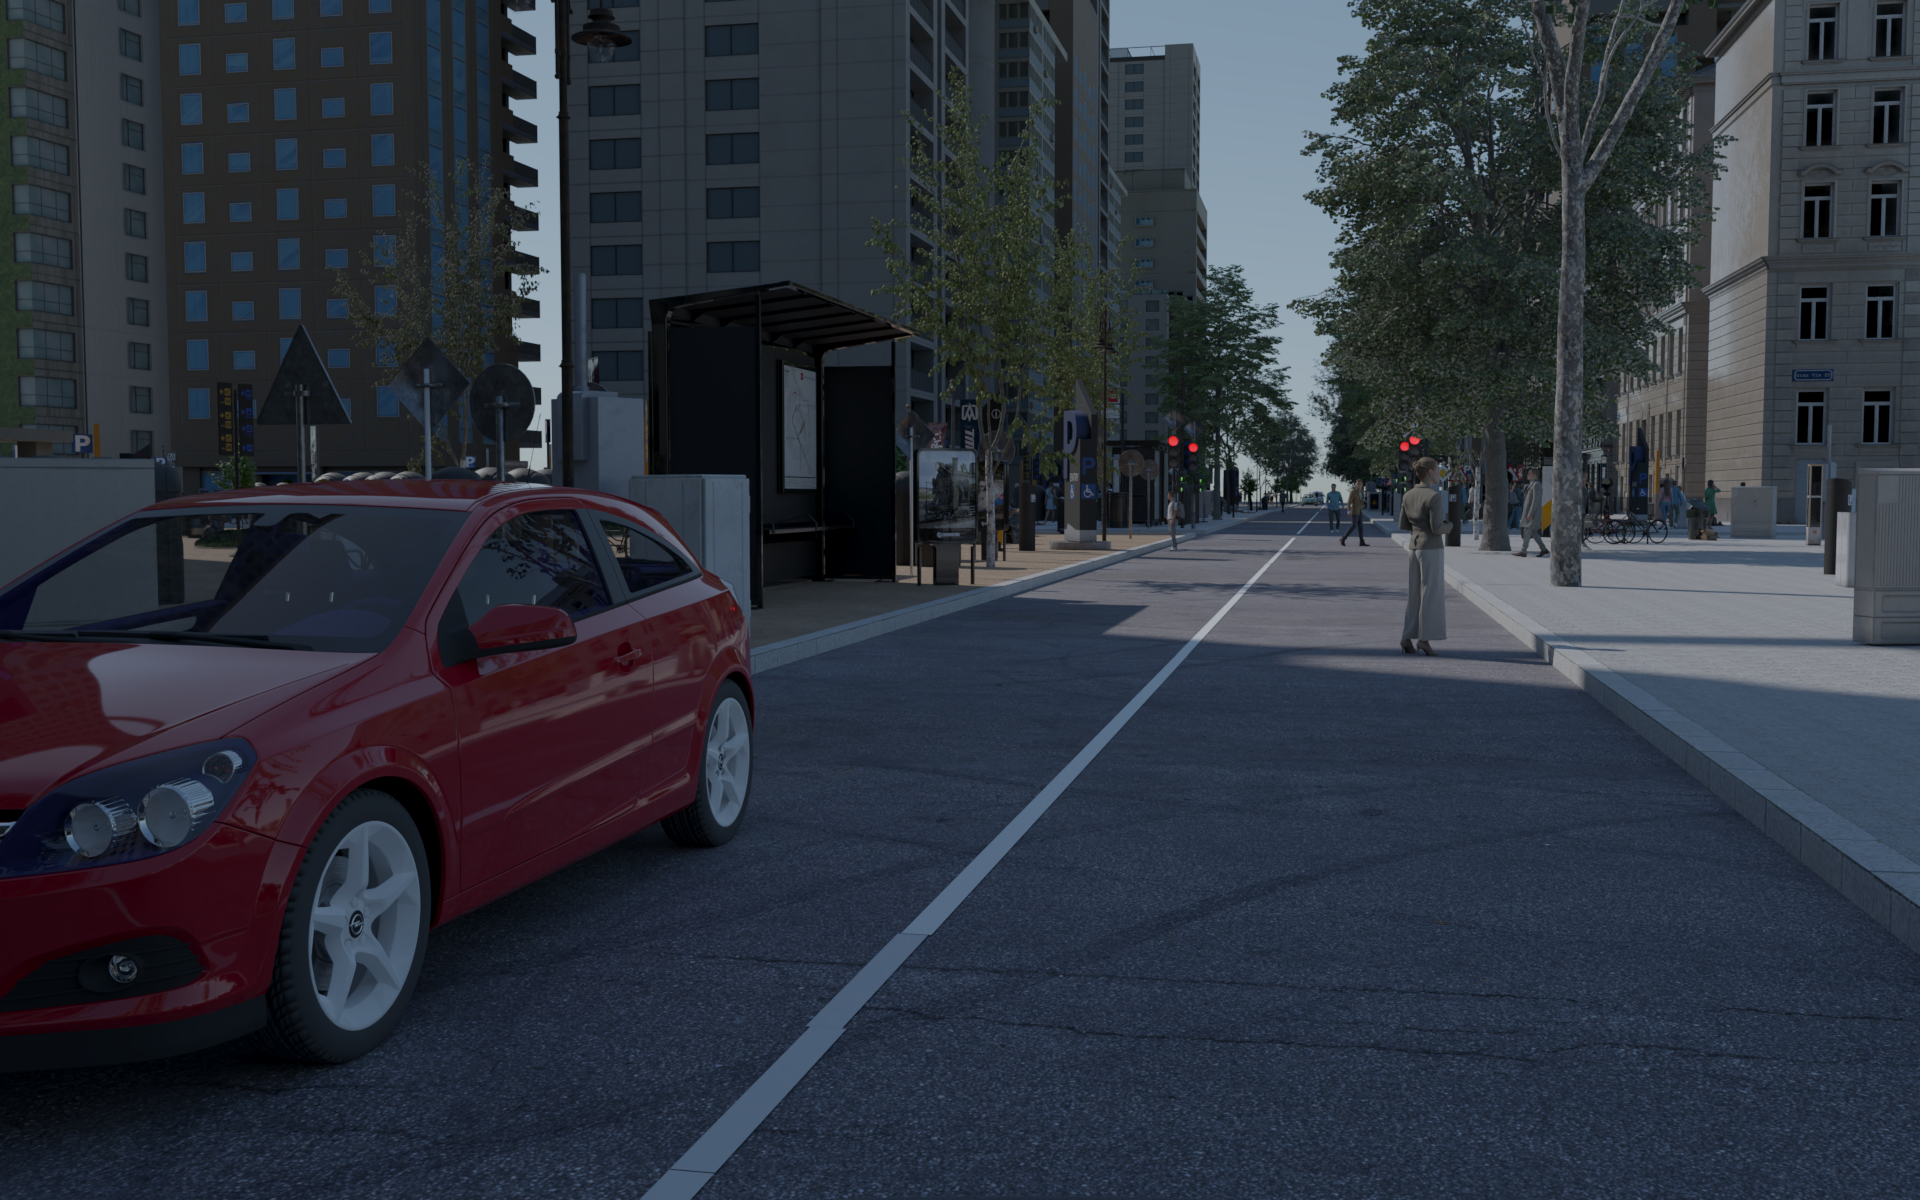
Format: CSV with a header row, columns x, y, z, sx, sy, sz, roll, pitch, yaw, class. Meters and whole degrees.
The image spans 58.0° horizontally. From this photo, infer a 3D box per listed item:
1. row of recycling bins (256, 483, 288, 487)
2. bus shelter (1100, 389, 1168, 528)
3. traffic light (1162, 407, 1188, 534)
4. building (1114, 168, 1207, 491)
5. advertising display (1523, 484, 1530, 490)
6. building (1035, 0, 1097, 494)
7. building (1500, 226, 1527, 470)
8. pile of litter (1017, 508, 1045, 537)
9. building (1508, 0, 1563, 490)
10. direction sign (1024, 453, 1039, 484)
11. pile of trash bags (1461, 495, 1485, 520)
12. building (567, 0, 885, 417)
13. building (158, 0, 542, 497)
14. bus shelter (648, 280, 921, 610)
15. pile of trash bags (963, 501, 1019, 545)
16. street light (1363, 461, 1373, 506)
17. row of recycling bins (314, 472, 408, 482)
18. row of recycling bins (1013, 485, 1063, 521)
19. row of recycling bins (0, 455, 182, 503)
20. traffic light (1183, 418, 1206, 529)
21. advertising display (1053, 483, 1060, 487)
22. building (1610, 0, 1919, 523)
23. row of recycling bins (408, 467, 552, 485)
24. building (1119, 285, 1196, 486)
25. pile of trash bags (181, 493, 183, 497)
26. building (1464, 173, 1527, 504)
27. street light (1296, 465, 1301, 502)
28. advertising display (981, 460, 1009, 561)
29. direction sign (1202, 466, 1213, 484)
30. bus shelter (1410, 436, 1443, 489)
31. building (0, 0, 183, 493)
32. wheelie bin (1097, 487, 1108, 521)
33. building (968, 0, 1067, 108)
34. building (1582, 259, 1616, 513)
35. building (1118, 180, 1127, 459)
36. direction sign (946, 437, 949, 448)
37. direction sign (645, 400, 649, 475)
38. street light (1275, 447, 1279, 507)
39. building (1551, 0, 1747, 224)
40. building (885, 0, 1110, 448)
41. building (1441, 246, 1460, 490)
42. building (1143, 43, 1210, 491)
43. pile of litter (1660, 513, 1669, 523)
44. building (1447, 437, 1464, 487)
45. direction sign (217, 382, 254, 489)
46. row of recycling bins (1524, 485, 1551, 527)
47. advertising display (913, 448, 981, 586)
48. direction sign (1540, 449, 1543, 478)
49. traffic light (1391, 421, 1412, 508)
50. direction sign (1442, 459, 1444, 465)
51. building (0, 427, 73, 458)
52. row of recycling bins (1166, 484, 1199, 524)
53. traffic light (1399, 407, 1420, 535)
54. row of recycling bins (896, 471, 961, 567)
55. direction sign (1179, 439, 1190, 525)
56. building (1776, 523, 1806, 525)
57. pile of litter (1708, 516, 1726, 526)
x,y,z,sx,sy,sz,roll,pitch,yaw,class
-24.224,-3.412,62.897,3.534,1.692,1.069,1,4,13,row of recycling bins
6.986,-5.564,68.595,2.179,5.291,8.768,1,4,12,bus shelter
6.920,-4.096,55.885,0.839,4.253,0.868,1,4,12,traffic light
25.740,-39.033,261.888,21.300,48.544,21.600,1,4,12,building
35.048,-6.182,106.289,0.974,1.923,0.123,1,4,11,advertising display
3.840,-30.475,148.379,14.600,45.320,14.200,1,4,12,building
64.270,-25.222,184.082,14.160,30.474,14.107,1,4,12,building
1.707,-2.354,52.455,1.719,0.858,1.176,2,4,31,pile of litter
63.632,-44.425,164.594,20.563,71.187,20.611,1,4,12,building
3.917,-6.313,95.212,0.876,3.537,0.379,-1,4,-14,direction sign
26.009,-4.753,87.458,1.912,1.369,3.447,1,4,12,pile of trash bags
-8.296,-40.247,96.291,20.563,71.187,20.611,1,4,12,building
-32.671,-27.162,94.209,14.200,45.320,14.600,1,4,12,building
-2.058,-1.895,22.275,1.731,3.624,6.357,1,4,12,bus shelter
0.297,-2.188,45.525,1.912,1.369,3.447,-2,4,-27,pile of trash bags
35.650,-10.889,150.827,0.468,5.910,1.993,1,4,12,street light
-11.110,-1.568,32.753,3.534,1.692,1.069,3,5,41,row of recycling bins
4.132,-4.604,82.395,3.534,1.692,1.069,2,4,26,row of recycling bins
-9.664,-0.723,18.936,1.069,1.692,3.534,0,4,7,row of recycling bins
8.612,-4.573,63.690,0.839,4.253,0.868,1,4,12,traffic light
5.363,-5.639,97.413,0.123,1.923,0.974,2,4,25,advertising display
45.518,-18.489,99.560,12.463,27.353,25.104,1,4,12,building
-7.176,-1.241,27.402,1.069,1.692,3.534,1,4,17,row of recycling bins
25.577,-28.887,244.008,14.160,30.474,14.107,1,4,12,building
-54.551,-7.071,125.364,1.912,1.369,3.447,0,4,1,pile of trash bags
77.048,-35.920,237.410,14.600,45.320,14.200,1,4,12,building
48.639,-16.985,250.492,0.468,5.910,1.993,1,4,12,street light
0.567,-1.723,33.392,0.123,1.923,0.974,-3,5,-42,advertising display
18.928,-8.607,132.727,0.876,3.537,0.379,0,4,6,direction sign
28.652,-7.944,107.512,2.179,5.291,8.768,1,4,12,bus shelter
-54.249,-25.425,99.301,14.086,41.232,14.154,1,4,12,building
6.828,-4.524,81.883,0.693,1.594,0.980,2,4,26,wheelie bin
-6.112,-26.656,127.710,32.217,40.220,23.993,1,4,12,building
48.819,-15.727,121.765,10.561,19.102,19.286,1,4,12,building
4.531,-30.414,189.151,32.217,40.220,23.993,1,4,12,building
-0.711,-4.703,68.897,0.379,3.537,0.876,3,4,38,direction sign
-7.499,-3.046,41.804,0.379,3.537,0.876,-1,4,-19,direction sign
30.859,-11.973,168.548,0.468,5.910,1.993,1,4,12,street light
58.231,-30.440,147.804,14.600,45.320,14.200,1,4,12,building
5.665,-44.448,164.970,20.563,71.187,20.611,1,4,12,building
85.189,-36.468,279.839,14.154,41.232,14.086,1,4,12,building
30.431,-51.589,281.737,20.563,71.187,20.611,1,4,12,building
32.191,-3.876,77.342,1.719,0.858,1.176,2,4,26,pile of litter
87.843,-25.253,257.919,27.650,21.520,28.899,1,4,12,building
-14.789,-2.656,35.430,0.379,3.537,0.876,2,4,24,direction sign
23.495,-3.823,69.626,1.069,1.692,3.534,3,4,36,row of recycling bins
-0.198,-1.169,24.320,0.974,1.923,0.123,-2,4,-28,advertising display
29.422,-5.780,86.504,0.876,3.537,0.379,1,4,22,direction sign
15.908,-4.478,62.130,0.839,4.253,0.868,1,4,12,traffic light
30.962,-7.285,111.103,0.379,3.537,0.876,1,4,12,direction sign
-32.983,-20.780,31.639,23.993,40.220,32.217,1,4,12,building
9.651,-4.141,74.816,1.069,1.692,3.534,1,4,21,row of recycling bins
14.216,-4.000,54.326,0.839,4.253,0.868,1,4,12,traffic light
-1.326,-1.502,31.668,3.534,1.692,1.069,3,5,45,row of recycling bins
9.092,-4.828,70.939,0.379,3.537,0.876,-3,4,-37,direction sign
46.645,-16.984,74.958,25.104,27.353,12.463,1,4,12,building
29.984,-3.424,69.949,1.176,0.858,1.719,-3,5,-43,pile of litter
